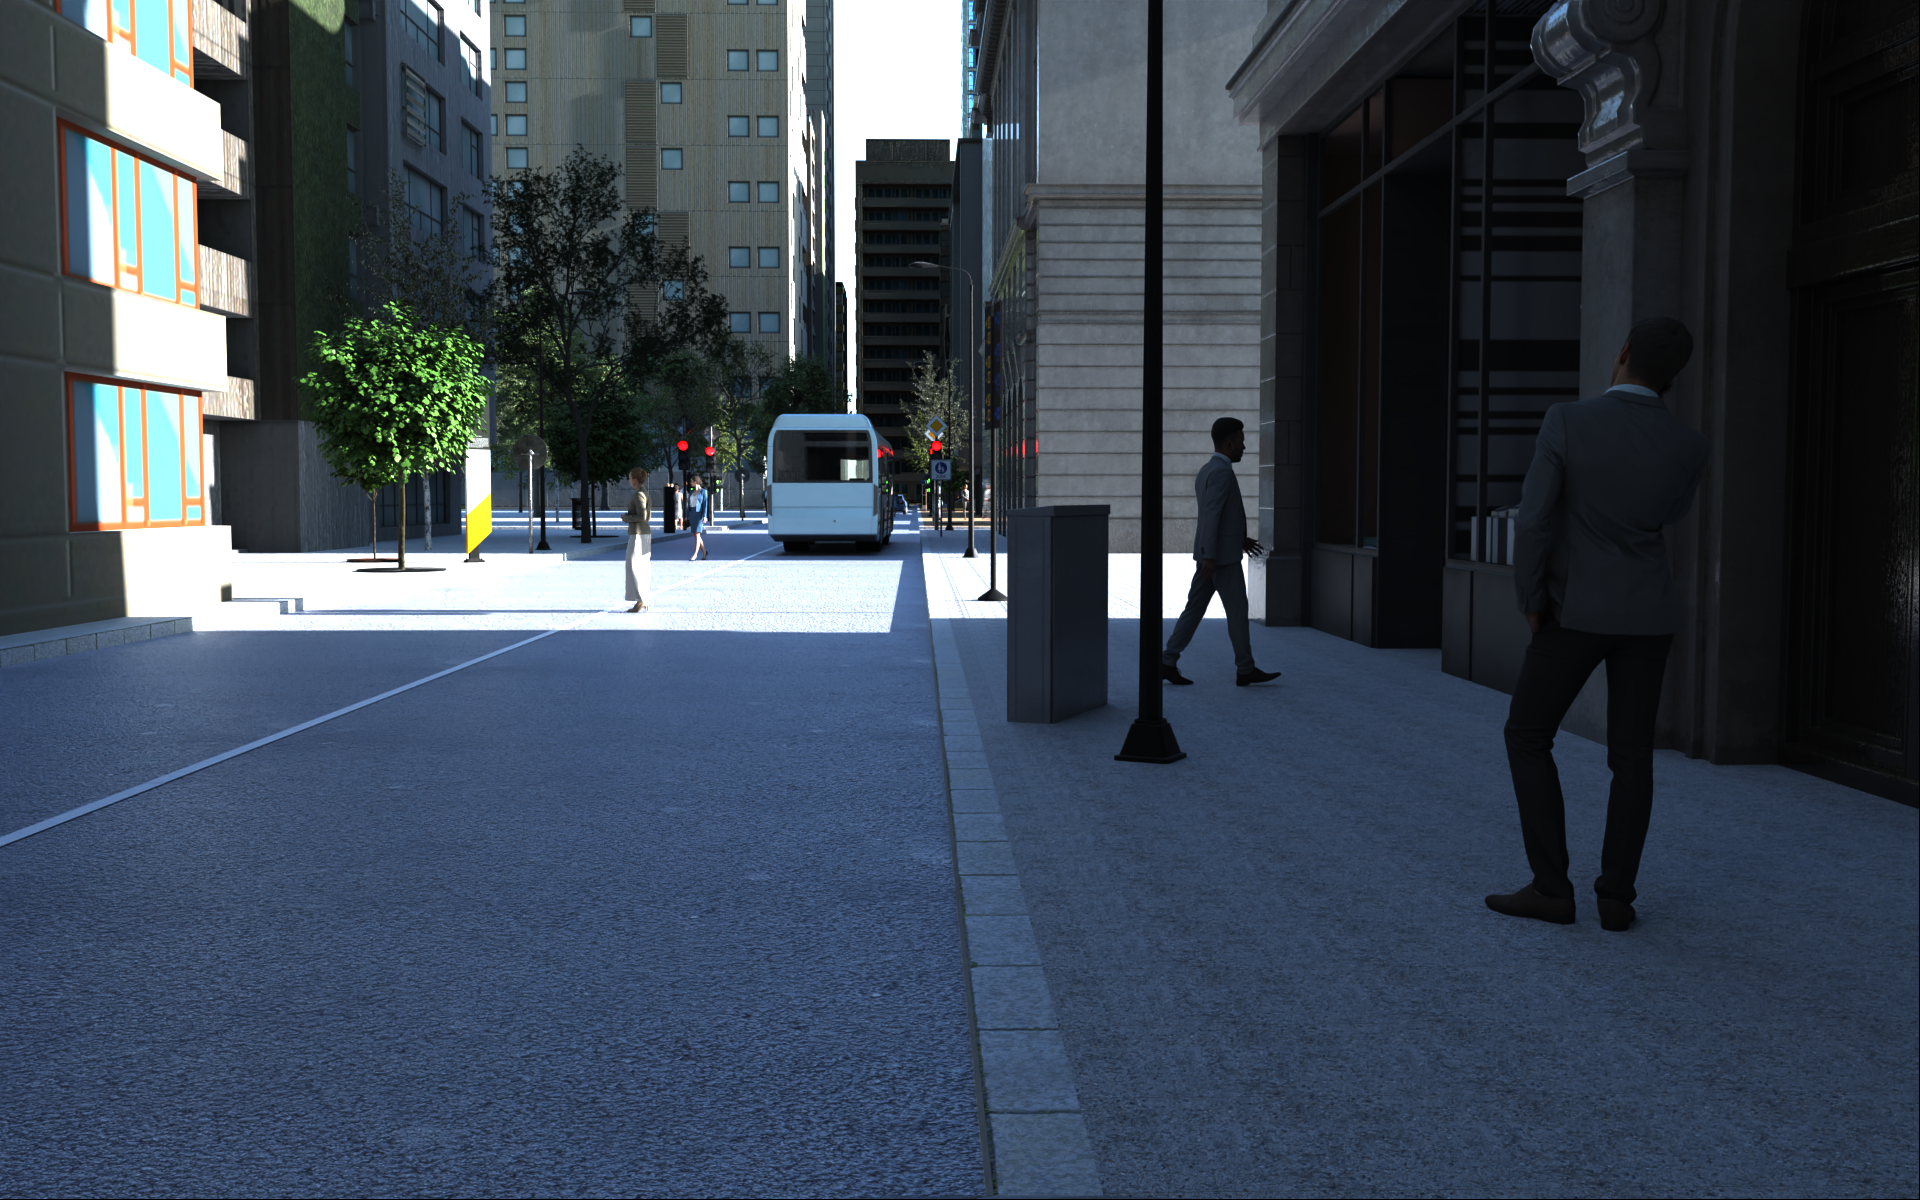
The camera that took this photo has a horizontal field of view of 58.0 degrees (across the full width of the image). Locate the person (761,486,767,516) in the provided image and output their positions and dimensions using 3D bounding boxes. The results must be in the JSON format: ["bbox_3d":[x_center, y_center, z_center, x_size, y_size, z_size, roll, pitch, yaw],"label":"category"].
[{"bbox_3d":[-11.536,-5.922,103.268,0.661,1.777,0.834,0,4,6],"label":"person"}]

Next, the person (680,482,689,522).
[{"bbox_3d":[-10.990,-3.848,69.187,0.478,1.798,0.641,1,4,21],"label":"person"}]

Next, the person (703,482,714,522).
[{"bbox_3d":[-11.879,-4.568,80.687,0.822,1.834,0.622,0,4,-7],"label":"person"}]

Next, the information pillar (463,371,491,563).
[{"bbox_3d":[-9.055,-2.514,32.454,0.504,3.616,0.183,-3,5,-40],"label":"information pillar"}]

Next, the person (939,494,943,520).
[{"bbox_3d":[-1.074,-4.528,84.353,0.425,1.301,0.394,-3,4,-36],"label":"person"}]

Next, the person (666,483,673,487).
[{"bbox_3d":[-14.470,-4.902,86.165,0.573,1.828,0.580,1,4,20],"label":"person"}]

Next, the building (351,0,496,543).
[{"bbox_3d":[-21.688,-22.430,50.326,14.086,41.232,14.154,0,4,-1],"label":"building"}]

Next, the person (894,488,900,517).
[{"bbox_3d":[-4.058,-6.081,108.014,0.616,1.811,0.778,0,4,2],"label":"person"}]

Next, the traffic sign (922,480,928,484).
[{"bbox_3d":[-2.605,-8.255,135.076,0.768,2.556,0.104,1,4,8],"label":"traffic sign"}]

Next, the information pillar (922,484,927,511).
[{"bbox_3d":[-2.625,-7.526,127.549,0.304,2.012,0.304,0,4,3],"label":"information pillar"}]

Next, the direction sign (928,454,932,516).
[{"bbox_3d":[-1.685,-6.557,99.210,0.379,3.537,0.876,1,4,9],"label":"direction sign"}]

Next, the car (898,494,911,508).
[{"bbox_3d":[-6.291,-10.737,185.769,2.015,1.641,3.980,0,4,-2],"label":"car"}]

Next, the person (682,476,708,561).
[{"bbox_3d":[-5.607,-1.752,37.172,0.581,1.822,0.654,3,5,44],"label":"person"}]

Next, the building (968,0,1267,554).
[{"bbox_3d":[7.241,-12.630,48.307,13.314,21.916,24.055,0,4,-1],"label":"building"}]

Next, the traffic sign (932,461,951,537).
[{"bbox_3d":[-0.565,-3.036,51.762,0.606,2.300,0.079,0,4,0],"label":"traffic sign"}]

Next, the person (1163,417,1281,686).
[{"bbox_3d":[1.714,-0.323,11.594,0.850,1.792,0.678,0,4,-5],"label":"person"}]

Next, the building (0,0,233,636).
[{"bbox_3d":[-22.231,-9.813,5.484,27.650,21.520,28.899,0,4,-1],"label":"building"}]

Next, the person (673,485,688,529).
[{"bbox_3d":[-10.687,-3.494,65.979,0.716,1.782,0.532,0,4,-1],"label":"person"}]

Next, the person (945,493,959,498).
[{"bbox_3d":[-0.686,-8.731,149.310,1.217,1.766,0.721,1,4,16],"label":"person"}]

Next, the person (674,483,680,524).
[{"bbox_3d":[-12.201,-4.150,74.471,0.480,1.755,0.524,-3,5,-41],"label":"person"}]

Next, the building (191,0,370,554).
[{"bbox_3d":[-21.378,-16.085,34.690,14.160,30.474,14.107,0,4,-1],"label":"building"}]

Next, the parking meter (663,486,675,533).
[{"bbox_3d":[-9.547,-2.963,56.852,0.372,1.533,0.369,0,3,0],"label":"parking meter"}]

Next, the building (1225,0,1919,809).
[{"bbox_3d":[7.390,-10.084,15.789,10.553,20.767,40.483,0,4,-1],"label":"building"}]

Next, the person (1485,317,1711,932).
[{"bbox_3d":[1.903,0.064,5.185,0.592,1.802,0.473,1,4,12],"label":"person"}]

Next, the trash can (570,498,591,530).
[{"bbox_3d":[-13.556,-3.073,61.903,0.748,1.137,0.748,0,3,0],"label":"trash can"}]

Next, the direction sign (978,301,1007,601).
[{"bbox_3d":[0.402,-1.761,20.785,0.379,3.537,0.876,-1,4,-11],"label":"direction sign"}]

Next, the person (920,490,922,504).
[{"bbox_3d":[-4.656,-12.693,214.301,0.721,1.736,1.217,0,4,-4],"label":"person"}]

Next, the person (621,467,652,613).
[{"bbox_3d":[-3.955,-0.740,21.141,0.362,1.759,0.519,0,4,1],"label":"person"}]

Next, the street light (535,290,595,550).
[{"bbox_3d":[-9.024,-4.101,39.588,1.470,5.913,1.316,0,4,-1],"label":"street light"}]

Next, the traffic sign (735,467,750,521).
[{"bbox_3d":[-10.387,-5.049,82.654,0.768,2.556,0.104,0,4,7],"label":"traffic sign"}]

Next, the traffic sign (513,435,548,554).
[{"bbox_3d":[-9.224,-2.267,37.172,0.768,2.556,0.104,0,4,3],"label":"traffic sign"}]

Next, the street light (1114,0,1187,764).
[{"bbox_3d":[0.383,-2.182,8.216,1.470,5.913,1.316,0,4,-1],"label":"street light"}]

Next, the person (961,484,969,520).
[{"bbox_3d":[0.392,-4.940,87.093,0.573,1.790,0.520,2,4,34],"label":"person"}]

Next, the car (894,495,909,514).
[{"bbox_3d":[-4.691,-6.871,124.343,2.014,1.417,4.499,0,4,0],"label":"car"}]
